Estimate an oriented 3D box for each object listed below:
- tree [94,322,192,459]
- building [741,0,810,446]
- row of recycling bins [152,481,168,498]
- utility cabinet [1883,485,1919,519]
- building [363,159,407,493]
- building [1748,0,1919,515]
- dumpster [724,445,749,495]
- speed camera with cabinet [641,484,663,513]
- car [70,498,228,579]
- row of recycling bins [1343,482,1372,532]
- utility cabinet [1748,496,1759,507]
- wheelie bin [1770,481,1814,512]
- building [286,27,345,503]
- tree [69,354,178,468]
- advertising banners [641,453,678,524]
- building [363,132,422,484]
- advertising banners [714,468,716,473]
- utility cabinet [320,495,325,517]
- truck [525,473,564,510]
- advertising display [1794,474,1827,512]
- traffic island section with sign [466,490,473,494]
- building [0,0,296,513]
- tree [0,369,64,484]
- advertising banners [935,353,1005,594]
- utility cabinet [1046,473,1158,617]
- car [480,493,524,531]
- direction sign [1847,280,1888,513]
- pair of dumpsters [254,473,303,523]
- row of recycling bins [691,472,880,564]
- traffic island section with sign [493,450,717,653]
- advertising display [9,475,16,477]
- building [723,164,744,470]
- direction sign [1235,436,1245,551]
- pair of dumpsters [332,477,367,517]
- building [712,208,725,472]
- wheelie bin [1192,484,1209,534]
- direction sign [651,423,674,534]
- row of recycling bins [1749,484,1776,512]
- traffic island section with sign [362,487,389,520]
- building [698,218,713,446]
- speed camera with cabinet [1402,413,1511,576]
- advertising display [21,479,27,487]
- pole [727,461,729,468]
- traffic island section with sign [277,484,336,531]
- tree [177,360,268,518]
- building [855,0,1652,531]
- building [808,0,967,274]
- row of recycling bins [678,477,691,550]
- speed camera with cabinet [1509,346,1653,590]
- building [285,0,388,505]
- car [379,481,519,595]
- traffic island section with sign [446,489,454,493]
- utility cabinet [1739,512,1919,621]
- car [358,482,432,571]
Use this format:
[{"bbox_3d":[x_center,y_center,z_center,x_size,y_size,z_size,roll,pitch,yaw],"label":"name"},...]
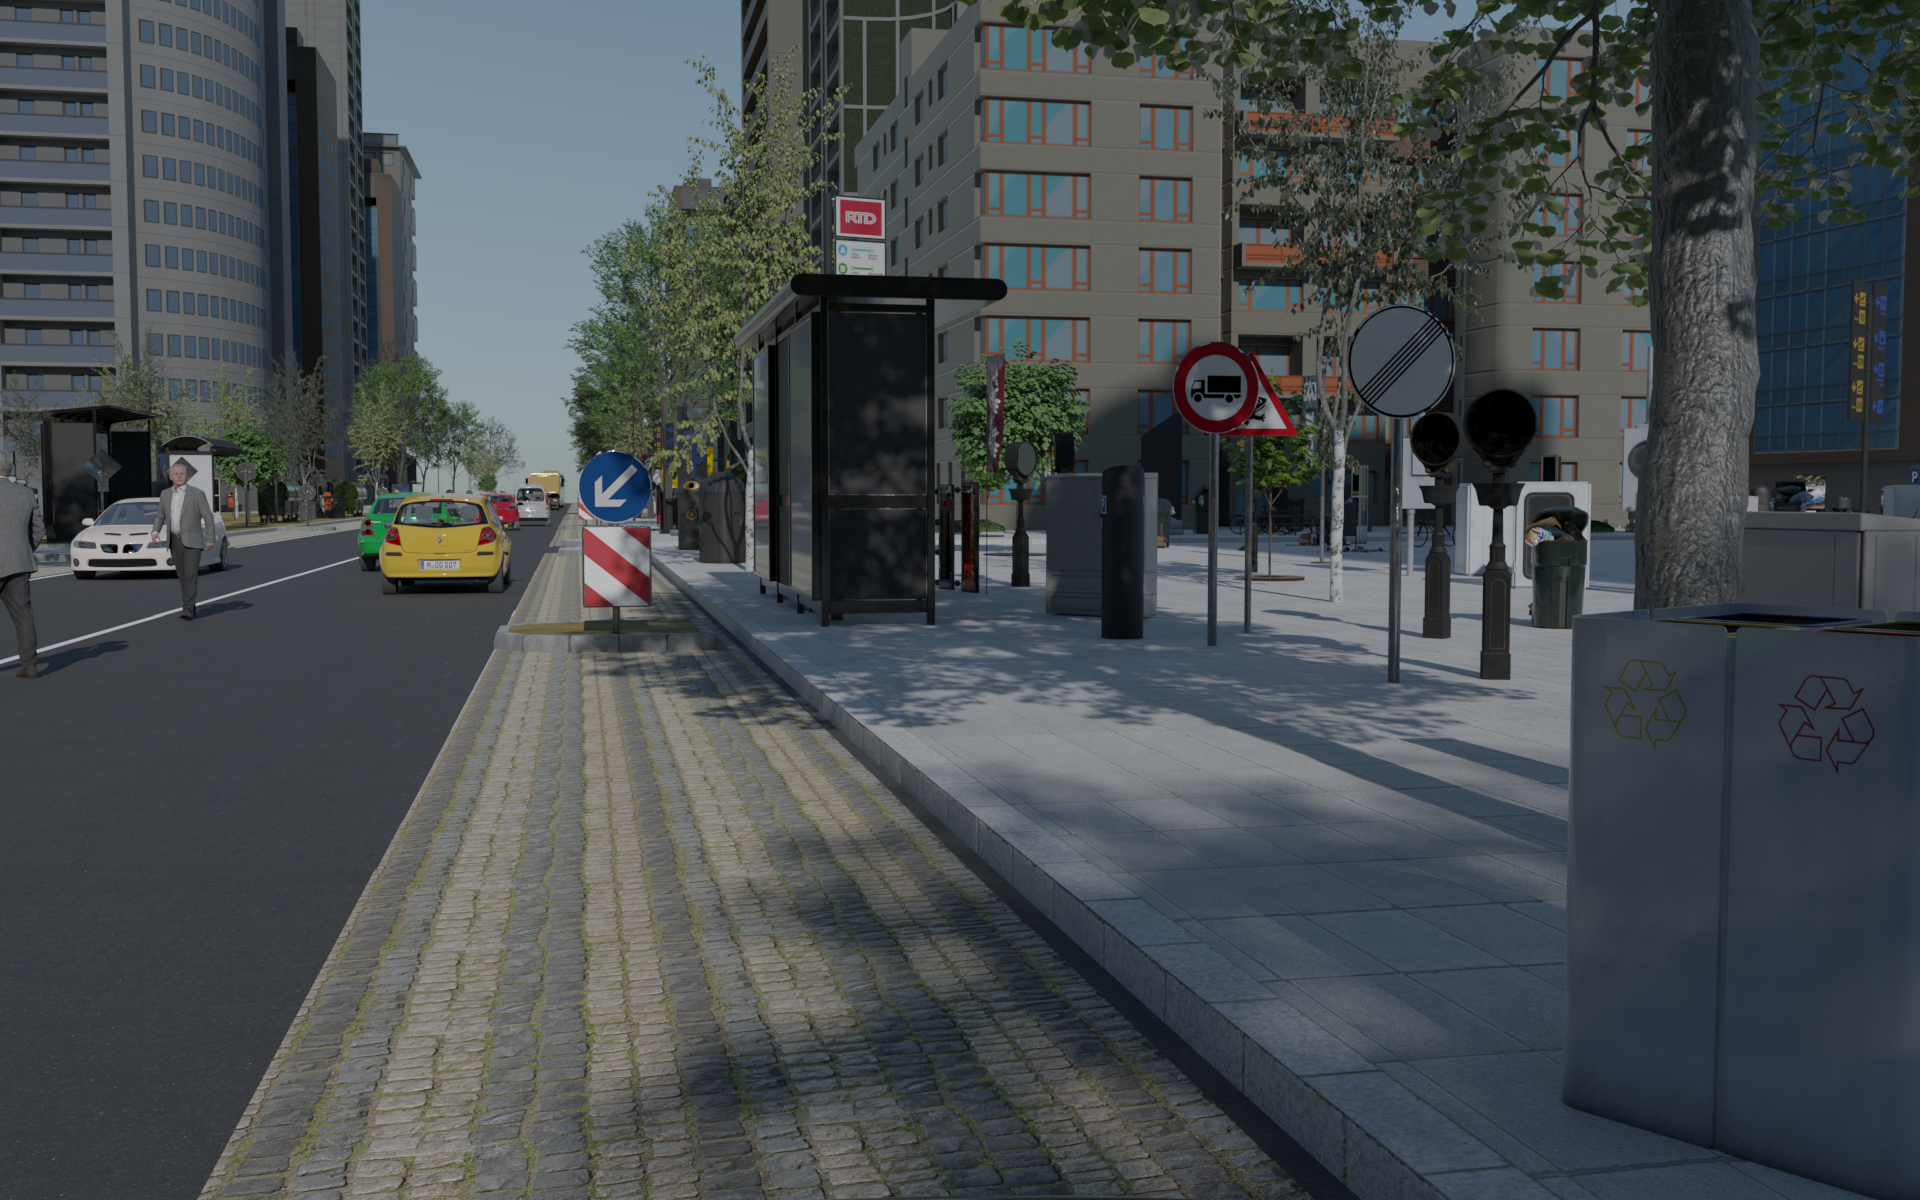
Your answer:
[{"bbox_3d":[-35.384,-7.603,74.666,4.360,8.622,3.978,0,3,0],"label":"tree"},{"bbox_3d":[-5.653,-31.448,137.869,21.300,48.544,21.600,-1,4,-12],"label":"building"},{"bbox_3d":[-26.001,-3.000,56.160,1.069,1.692,3.534,-2,4,-30],"label":"row of recycling bins"},{"bbox_3d":[22.934,-2.049,42.186,1.173,1.500,0.318,-2,4,-32],"label":"utility cabinet"},{"bbox_3d":[-83.078,-35.736,234.398,14.600,45.320,14.200,-1,4,-12],"label":"building"},{"bbox_3d":[45.038,-26.144,77.569,14.200,45.320,14.600,-1,4,-12],"label":"building"},{"bbox_3d":[-4.215,-2.024,35.585,1.502,2.255,1.985,-1,4,-12],"label":"dumpster"},{"bbox_3d":[-18.432,-6.623,102.616,2.038,3.252,0.660,1,4,10],"label":"speed camera with cabinet"},{"bbox_3d":[-14.348,-1.131,30.858,2.083,1.381,4.827,-1,4,-12],"label":"car"},{"bbox_3d":[13.594,-3.247,60.197,1.069,1.692,3.534,0,4,4],"label":"row of recycling bins"},{"bbox_3d":[26.817,-2.926,59.004,1.020,1.237,0.306,-3,5,-40],"label":"utility cabinet"},{"bbox_3d":[19.431,-1.994,40.515,0.980,1.594,0.693,3,4,36],"label":"wheelie bin"},{"bbox_3d":[-68.925,-31.784,169.779,14.600,45.320,14.200,-1,4,-12],"label":"building"},{"bbox_3d":[-43.985,-8.566,90.417,4.737,8.622,4.395,0,3,0],"label":"tree"},{"bbox_3d":[-12.809,-4.785,74.421,2.074,3.025,0.090,1,4,23],"label":"advertising banners"},{"bbox_3d":[-94.333,-40.636,253.642,28.713,52.752,27.495,-1,4,-12],"label":"building"},{"bbox_3d":[-16.047,-7.394,117.075,2.074,3.025,0.090,-2,4,-33],"label":"advertising banners"},{"bbox_3d":[-34.414,-5.036,93.502,0.306,1.237,1.020,-1,4,-21],"label":"utility cabinet"},{"bbox_3d":[-37.463,-9.800,156.149,3.469,3.379,9.791,-1,4,-13],"label":"truck"},{"bbox_3d":[27.724,-3.137,56.506,0.974,1.923,0.123,1,4,10],"label":"advertising display"},{"bbox_3d":[-48.155,-9.883,170.216,1.989,1.847,2.006,-1,4,-12],"label":"traffic island section with sign"},{"bbox_3d":[-62.729,-35.795,127.243,21.231,58.520,28.212,-1,4,-12],"label":"building"},{"bbox_3d":[-55.576,-9.355,103.321,4.360,8.622,3.978,0,3,0],"label":"tree"},{"bbox_3d":[0.122,-1.612,22.536,0.090,3.025,2.074,-2,4,-25],"label":"advertising banners"},{"bbox_3d":[1.472,-0.579,18.140,1.173,1.500,0.318,2,4,34],"label":"utility cabinet"},{"bbox_3d":[-18.570,-3.687,69.323,2.155,1.783,4.494,-1,4,-14],"label":"car"},{"bbox_3d":[9.744,-1.630,18.653,0.876,3.537,0.379,-3,5,-41],"label":"direction sign"},{"bbox_3d":[-31.301,-4.714,79.569,1.574,2.255,4.437,-1,4,-12],"label":"pair of dumpsters"},{"bbox_3d":[-3.170,-1.568,32.744,3.534,1.692,1.069,-2,4,-26],"label":"row of recycling bins"},{"bbox_3d":[-3.406,-0.483,16.518,1.989,1.847,2.006,-1,4,-12],"label":"traffic island section with sign"},{"bbox_3d":[-32.500,-3.284,58.903,0.123,1.923,0.974,1,4,18],"label":"advertising display"},{"bbox_3d":[-13.143,-23.448,155.080,14.160,30.474,14.107,-1,4,-12],"label":"building"},{"bbox_3d":[6.478,-2.881,39.098,0.379,3.537,0.876,3,5,44],"label":"direction sign"},{"bbox_3d":[-34.867,-5.889,98.778,1.574,2.255,4.437,-1,4,-12],"label":"pair of dumpsters"},{"bbox_3d":[-16.164,-24.290,168.834,14.160,30.474,14.107,-1,4,-12],"label":"building"},{"bbox_3d":[7.846,-2.928,55.788,0.693,1.594,0.980,0,4,-1],"label":"wheelie bin"},{"bbox_3d":[-9.509,-3.893,55.655,0.876,3.537,0.379,2,4,35],"label":"direction sign"},{"bbox_3d":[46.149,-5.567,98.127,1.069,1.692,3.534,-1,4,-13],"label":"row of recycling bins"},{"bbox_3d":[-31.305,-5.221,93.986,1.989,1.847,2.006,-1,4,-12],"label":"traffic island section with sign"},{"bbox_3d":[-19.694,-25.137,182.693,14.160,30.474,14.107,-1,4,-12],"label":"building"},{"bbox_3d":[7.875,-2.016,27.291,2.038,3.252,0.660,0,4,-4],"label":"speed camera with cabinet"},{"bbox_3d":[-41.243,-4.304,75.588,0.974,1.923,0.123,-3,5,-40],"label":"advertising display"},{"bbox_3d":[-14.190,-6.864,106.077,0.158,3.312,0.155,0,3,0],"label":"pole"},{"bbox_3d":[-25.494,-3.611,67.662,1.989,1.847,2.006,-1,4,-12],"label":"traffic island section with sign"},{"bbox_3d":[-39.429,-8.792,94.106,4.737,8.622,4.395,0,3,0],"label":"tree"},{"bbox_3d":[11.835,-14.154,76.458,28.899,21.520,27.650,-1,4,-12],"label":"building"},{"bbox_3d":[-0.617,-41.288,113.315,20.563,71.187,20.611,-1,4,-12],"label":"building"},{"bbox_3d":[-4.948,-1.957,39.111,3.534,1.692,1.069,2,4,33],"label":"row of recycling bins"},{"bbox_3d":[8.528,-1.770,23.279,2.038,3.252,0.660,1,4,19],"label":"speed camera with cabinet"},{"bbox_3d":[-83.029,-47.541,215.539,20.563,71.187,20.611,-1,4,-12],"label":"building"},{"bbox_3d":[-7.731,-0.979,26.228,2.015,1.641,3.980,-1,4,-12],"label":"car"},{"bbox_3d":[-42.338,-8.273,143.893,1.989,1.847,2.006,-1,4,-12],"label":"traffic island section with sign"},{"bbox_3d":[3.034,0.294,6.361,0.306,1.237,1.020,-1,4,-15],"label":"utility cabinet"},{"bbox_3d":[-10.558,-1.523,33.698,1.959,1.807,4.718,-1,4,-12],"label":"car"}]
